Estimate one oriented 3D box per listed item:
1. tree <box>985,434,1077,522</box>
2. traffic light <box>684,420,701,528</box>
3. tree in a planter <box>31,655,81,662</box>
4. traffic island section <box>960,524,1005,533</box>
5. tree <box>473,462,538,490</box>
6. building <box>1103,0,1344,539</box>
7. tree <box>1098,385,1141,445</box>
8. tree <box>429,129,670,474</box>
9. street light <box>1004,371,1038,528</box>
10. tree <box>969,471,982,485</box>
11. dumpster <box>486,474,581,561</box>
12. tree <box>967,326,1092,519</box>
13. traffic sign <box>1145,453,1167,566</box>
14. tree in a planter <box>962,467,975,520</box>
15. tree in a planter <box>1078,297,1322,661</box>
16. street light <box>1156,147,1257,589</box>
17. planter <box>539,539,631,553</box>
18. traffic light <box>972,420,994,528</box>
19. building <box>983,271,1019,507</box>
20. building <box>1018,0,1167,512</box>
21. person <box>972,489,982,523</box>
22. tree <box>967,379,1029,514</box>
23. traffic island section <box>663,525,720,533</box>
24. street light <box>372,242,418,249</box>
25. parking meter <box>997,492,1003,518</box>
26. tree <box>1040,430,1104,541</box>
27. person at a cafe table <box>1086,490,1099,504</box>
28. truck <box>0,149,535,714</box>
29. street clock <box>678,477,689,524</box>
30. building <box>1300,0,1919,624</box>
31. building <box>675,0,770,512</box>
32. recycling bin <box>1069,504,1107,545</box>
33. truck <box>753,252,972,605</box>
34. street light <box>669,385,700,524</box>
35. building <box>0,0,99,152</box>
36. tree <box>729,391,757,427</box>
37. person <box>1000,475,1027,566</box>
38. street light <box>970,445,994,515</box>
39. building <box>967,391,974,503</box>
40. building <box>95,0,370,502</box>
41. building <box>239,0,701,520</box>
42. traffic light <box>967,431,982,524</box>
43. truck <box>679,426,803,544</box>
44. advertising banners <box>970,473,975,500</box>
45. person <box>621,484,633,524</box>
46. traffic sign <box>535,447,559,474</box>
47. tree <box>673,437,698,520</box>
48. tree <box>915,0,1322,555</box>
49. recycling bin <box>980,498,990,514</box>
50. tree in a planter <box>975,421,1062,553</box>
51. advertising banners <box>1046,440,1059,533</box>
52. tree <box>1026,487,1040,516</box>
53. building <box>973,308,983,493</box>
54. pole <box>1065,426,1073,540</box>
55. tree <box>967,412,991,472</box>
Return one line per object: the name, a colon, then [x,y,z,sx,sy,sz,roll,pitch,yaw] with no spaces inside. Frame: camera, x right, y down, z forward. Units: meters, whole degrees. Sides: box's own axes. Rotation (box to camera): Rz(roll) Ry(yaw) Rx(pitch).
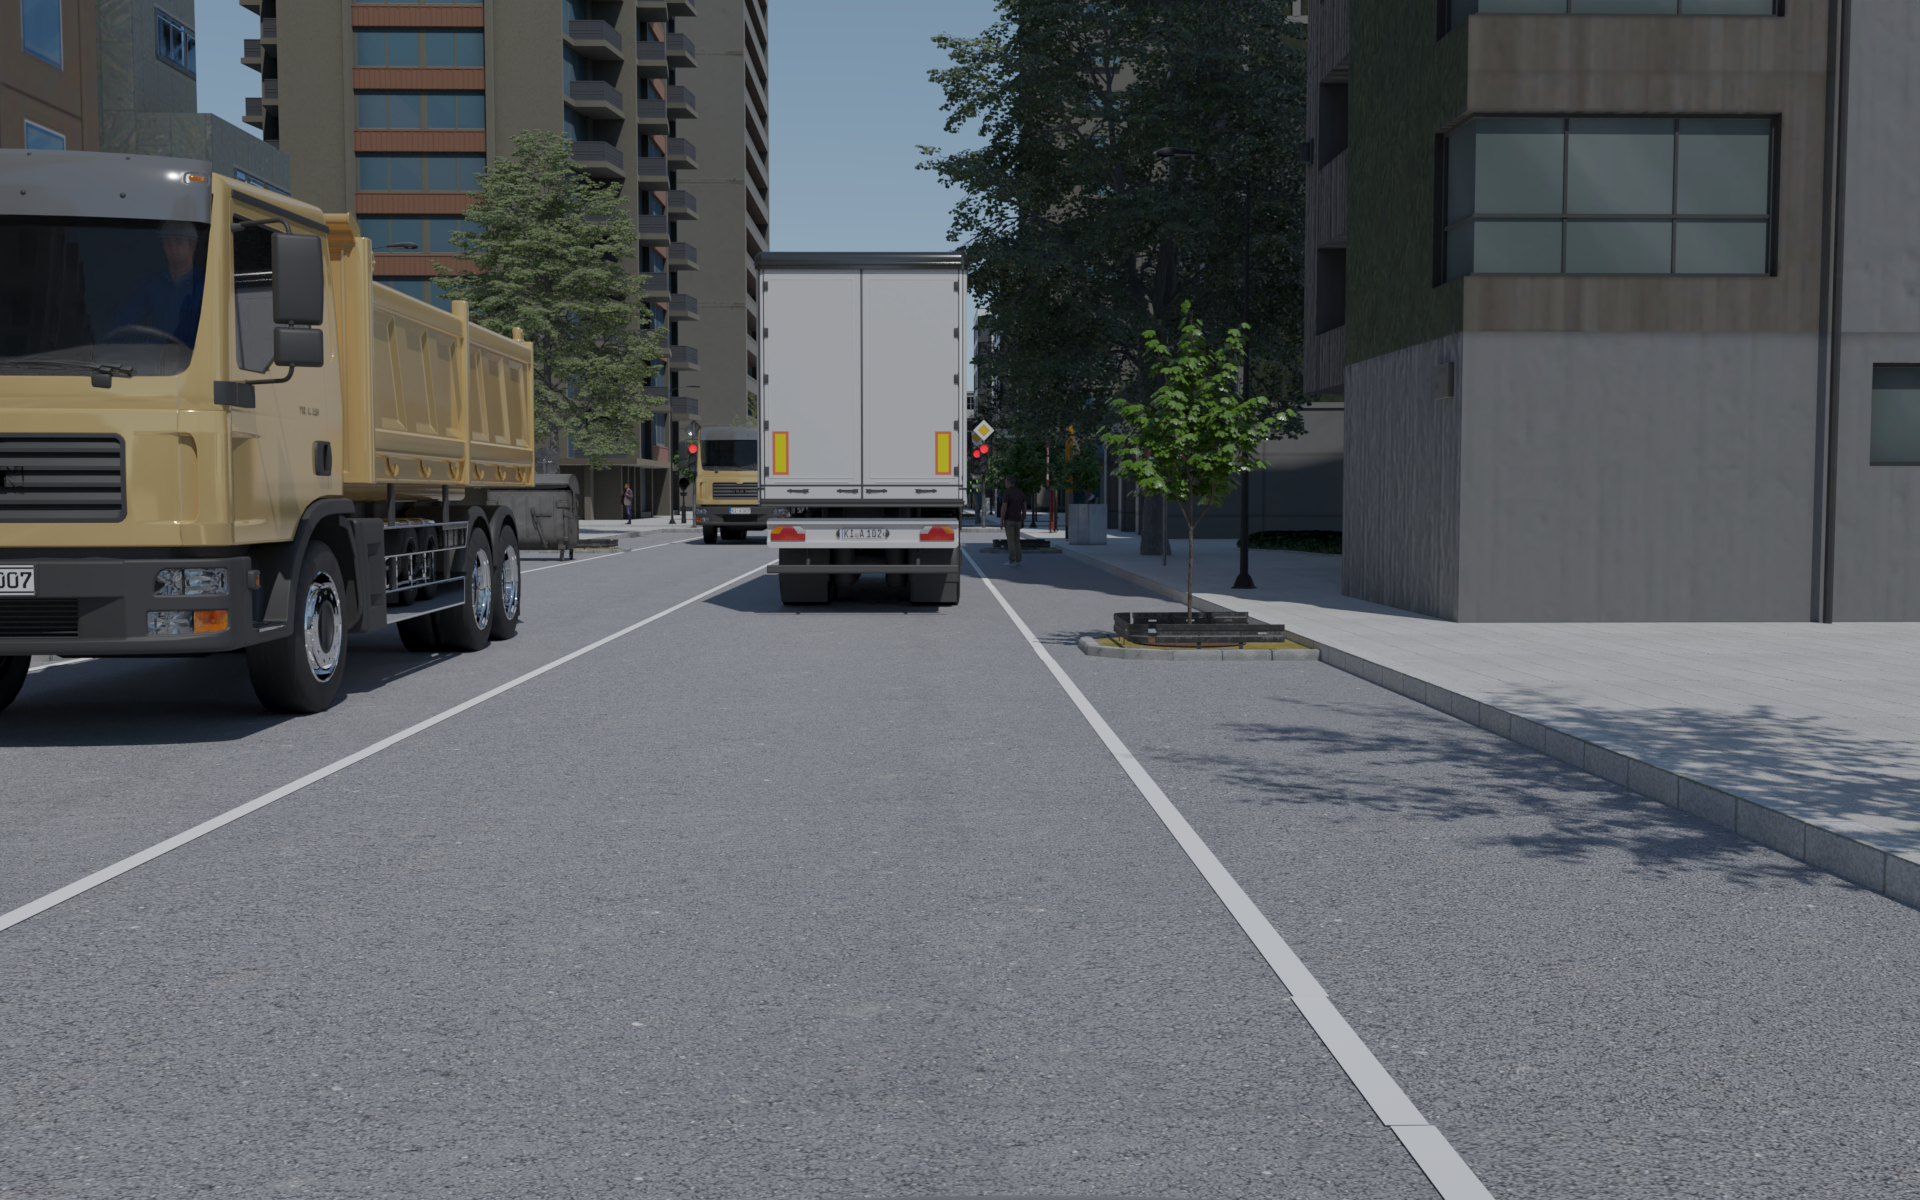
tree: [3.638,-5.928,80.642,4.285,4.588,4.351,0,3,0]
traffic light: [-10.015,-4.675,65.362,0.839,4.253,0.868,0,4,-1]
tree in a planter: [-8.545,-1.119,15.511,1.991,3.239,1.994,0,4,-1]
traffic island section: [0.923,-2.659,65.750,2.009,0.180,2.903,0,4,-1]
tree: [-11.949,-3.046,44.409,1.663,3.219,1.824,0,3,0]
building: [15.769,-37.535,51.942,20.563,71.187,20.611,0,4,-1]
tree: [10.904,-9.936,112.815,4.737,8.622,4.395,0,3,0]
tree: [-13.294,-8.365,54.892,7.486,12.596,7.792,0,3,0]
street light: [2.244,-5.695,65.655,1.470,5.913,1.316,0,4,-1]
tree: [2.732,-8.851,128.428,4.285,4.588,4.351,0,3,0]
dumpster: [-9.175,-1.774,37.226,1.865,1.857,1.264,0,4,-1]
tree: [3.596,-9.445,88.833,7.601,10.594,8.767,-2,4,-26]
traffic sign: [3.658,-1.890,30.909,0.884,2.594,0.081,0,4,5]
tree in a planter: [0.154,-6.182,98.296,1.991,3.239,1.994,0,4,-1]
tree in a planter: [2.110,-1.135,15.773,1.991,3.239,1.994,0,4,-1]
street light: [3.322,-3.110,23.382,1.470,5.913,1.316,0,4,-1]
planter: [-9.193,-1.323,42.773,1.991,0.319,1.994,0,4,-1]
traffic light: [0.883,-4.692,65.636,0.839,4.253,0.868,0,4,-1]
building: [17.153,-20.182,173.957,27.936,21.610,32.646,0,4,-1]
building: [15.691,-31.037,131.151,21.300,48.544,21.600,0,4,-1]
person: [0.760,-4.149,76.471,0.598,1.807,0.434,-3,5,-39]
tree: [2.546,-9.818,110.888,4.360,8.622,3.978,0,3,0]
traffic island section: [-10.055,-2.643,65.495,2.009,0.180,2.903,0,4,-1]
street light: [-10.689,-3.641,32.077,1.470,5.913,1.316,0,4,-1]
parking meter: [2.184,-5.267,94.531,0.372,1.533,0.369,0,3,0]
tree: [3.486,-3.227,47.358,1.663,3.219,1.824,0,3,0]
person at a cafe table: [6.995,-5.427,97.250,1.622,1.524,1.698,-1,4,-16]
truck: [-5.499,-1.067,13.364,3.469,3.379,9.791,0,4,-3]
street clock: [-11.994,-4.318,75.167,0.471,2.002,0.358,-2,4,-24]
building: [11.810,-15.389,23.310,14.160,30.474,14.107,0,4,-1]
building: [-26.546,-31.340,136.112,21.300,48.544,21.600,0,4,-1]
recycling bin: [3.240,-1.916,43.879,0.722,1.027,0.722,-3,5,-44]
truck: [-1.177,-2.247,25.660,2.839,4.237,11.283,0,4,0]
street light: [-11.731,-6.187,73.699,1.470,5.913,1.316,0,4,-1]
building: [-49.172,-26.110,77.010,14.200,45.320,14.600,0,4,-1]
tree: [-13.837,-10.387,120.192,4.737,8.622,4.395,0,3,0]
person: [1.043,-1.585,34.549,0.598,1.807,0.434,-2,4,-26]
street light: [1.374,-8.191,106.467,1.470,5.913,1.316,0,4,-1]
building: [-9.031,-23.019,242.811,31.486,18.905,16.747,0,4,-1]
building: [-37.223,-45.126,50.489,31.000,86.520,22.319,0,4,-1]
building: [-26.574,-27.011,96.254,22.147,44.769,28.867,0,4,-1]
traffic light: [0.693,-5.180,73.618,0.839,4.253,0.868,0,4,-1]
truck: [-6.232,-3.443,52.216,3.469,3.379,9.791,0,4,-1]
advertising banners: [1.173,-9.008,143.462,0.090,3.025,2.074,-1,4,-17]
person: [-14.052,-4.047,73.036,0.431,1.722,0.655,-1,4,-21]
traffic sign: [-11.359,-2.892,47.395,0.768,2.556,0.104,0,4,1]
tree: [-12.731,-6.284,86.459,4.285,4.588,4.351,0,3,0]
tree: [4.016,-7.920,36.147,9.857,13.997,8.962,0,3,0]
recycling bin: [1.590,-6.225,114.331,0.722,1.027,0.722,0,4,4]
tree in a planter: [1.471,-2.782,42.709,1.991,3.239,1.994,0,4,-1]
advertising banners: [3.014,-3.710,56.842,0.090,3.025,2.074,1,4,14]
tree: [4.419,-6.581,102.208,1.663,3.219,1.824,0,3,0]
building: [15.466,-22.189,206.769,27.936,21.610,32.646,0,4,-1]
pole: [3.075,-3.360,48.776,0.158,3.312,0.155,0,3,0]
tree: [1.765,-12.357,152.407,4.737,8.622,4.395,0,3,0]
